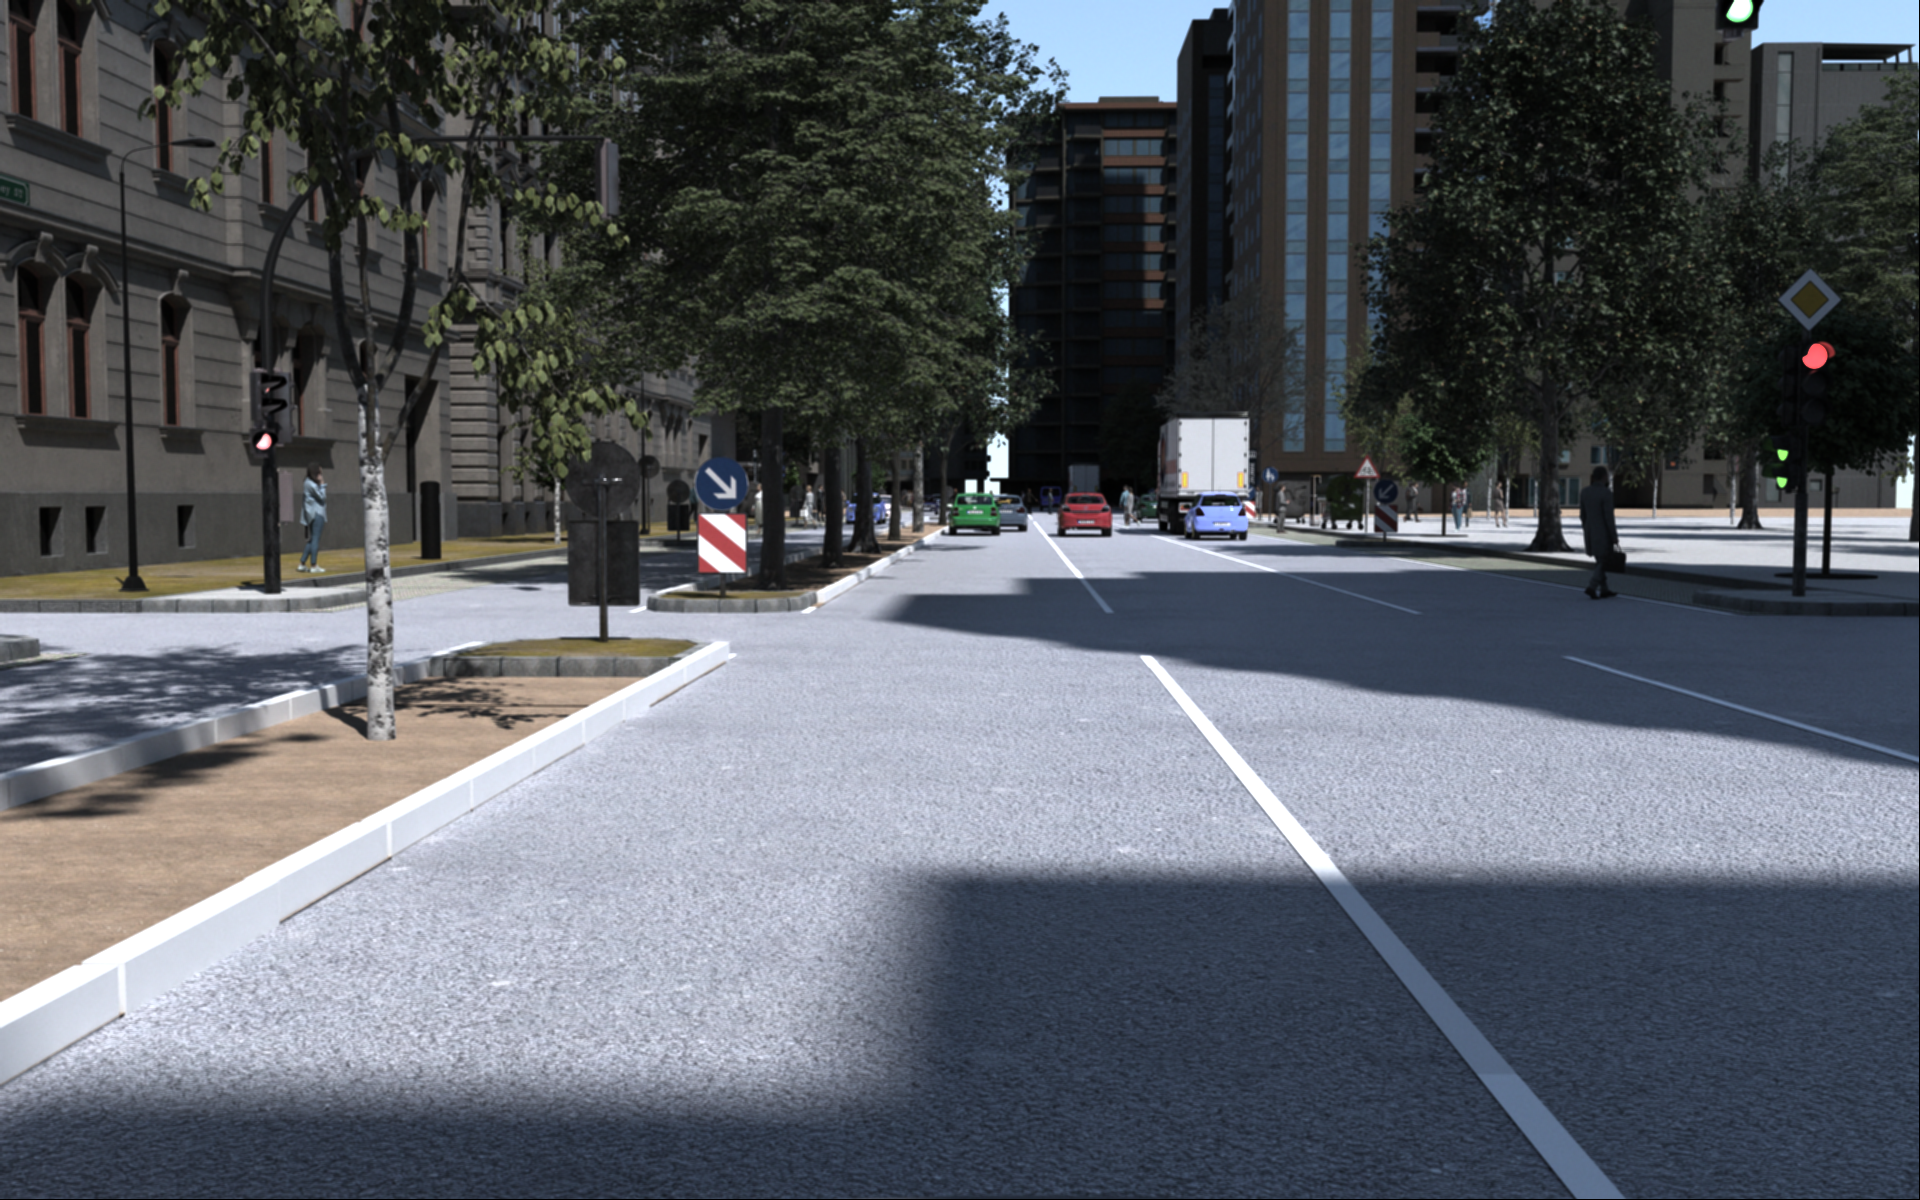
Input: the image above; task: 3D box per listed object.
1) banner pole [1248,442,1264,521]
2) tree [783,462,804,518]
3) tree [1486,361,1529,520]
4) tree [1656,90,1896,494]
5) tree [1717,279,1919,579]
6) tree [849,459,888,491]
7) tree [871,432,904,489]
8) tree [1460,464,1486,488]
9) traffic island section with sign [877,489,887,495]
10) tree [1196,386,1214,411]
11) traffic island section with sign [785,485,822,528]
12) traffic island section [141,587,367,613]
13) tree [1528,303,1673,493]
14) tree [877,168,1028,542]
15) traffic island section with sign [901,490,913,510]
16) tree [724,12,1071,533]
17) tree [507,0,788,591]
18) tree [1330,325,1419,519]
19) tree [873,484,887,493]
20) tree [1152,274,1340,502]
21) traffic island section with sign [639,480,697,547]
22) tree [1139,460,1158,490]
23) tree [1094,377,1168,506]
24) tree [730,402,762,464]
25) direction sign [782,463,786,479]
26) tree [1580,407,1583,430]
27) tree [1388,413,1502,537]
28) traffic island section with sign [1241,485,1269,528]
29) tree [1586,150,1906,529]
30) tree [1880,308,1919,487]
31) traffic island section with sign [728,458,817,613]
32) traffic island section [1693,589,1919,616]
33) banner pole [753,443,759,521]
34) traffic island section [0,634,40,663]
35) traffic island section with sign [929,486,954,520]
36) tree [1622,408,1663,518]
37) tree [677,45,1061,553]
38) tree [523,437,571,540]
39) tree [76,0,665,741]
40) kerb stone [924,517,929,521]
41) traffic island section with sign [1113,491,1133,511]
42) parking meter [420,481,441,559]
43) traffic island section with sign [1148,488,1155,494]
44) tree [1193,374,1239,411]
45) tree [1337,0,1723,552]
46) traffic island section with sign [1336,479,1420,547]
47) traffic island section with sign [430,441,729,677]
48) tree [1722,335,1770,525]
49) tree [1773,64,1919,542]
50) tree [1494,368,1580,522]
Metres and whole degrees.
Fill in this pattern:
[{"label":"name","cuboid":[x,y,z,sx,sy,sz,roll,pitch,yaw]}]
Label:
[{"label":"banner pole","cuboid":[14.237,-5.719,83.521,0.863,3.779,0.401,2,4,25]},{"label":"tree","cuboid":[-8.959,-6.058,93.644,1.663,3.219,1.824,0,3,0]},{"label":"tree","cuboid":[25.158,-7.544,73.715,4.360,8.622,3.978,0,3,0]},{"label":"tree","cuboid":[36.536,-13.879,82.811,12.611,20.169,13.585,0,3,0]},{"label":"tree","cuboid":[13.315,-2.628,26.688,4.285,4.588,4.351,0,3,0]},{"label":"tree","cuboid":[-8.119,-10.379,153.406,4.285,4.588,4.351,0,3,0]},{"label":"tree","cuboid":[-7.348,-12.955,162.168,4.360,8.622,3.978,0,3,0]},{"label":"tree","cuboid":[25.949,-8.240,85.078,4.360,8.622,3.978,0,3,0]},{"label":"traffic island section with sign","cuboid":[-5.549,-7.074,124.288,1.989,1.847,2.006,0,4,2]},{"label":"tree","cuboid":[16.369,-10.294,118.663,4.737,8.622,4.395,0,3,0]},{"label":"traffic island section with sign","cuboid":[-7.012,-4.038,74.652,1.989,1.847,2.006,0,4,2]},{"label":"traffic island section","cuboid":[-8.876,-0.003,22.326,2.009,0.180,2.903,0,4,2]},{"label":"tree","cuboid":[20.898,-6.387,54.791,4.360,8.622,3.978,0,3,0]},{"label":"tree","cuboid":[-1.878,-7.569,51.961,9.928,11.665,9.643,0,3,0]},{"label":"traffic island section with sign","cuboid":[-4.771,-8.722,151.232,1.989,1.847,2.006,0,4,2]},{"label":"tree","cuboid":[-2.743,-12.613,64.573,12.611,20.169,13.585,0,3,0]},{"label":"tree","cuboid":[-2.869,-6.427,25.665,7.486,12.596,7.792,0,3,0]},{"label":"tree","cuboid":[18.086,-7.611,74.795,4.737,8.622,4.395,0,3,0]},{"label":"tree","cuboid":[-7.757,-10.542,166.965,1.663,3.219,1.824,0,3,0]},{"label":"tree","cuboid":[15.759,-11.355,96.025,12.009,13.543,11.850,0,3,0]},{"label":"traffic island section with sign","cuboid":[-7.795,-2.390,47.708,1.989,1.847,2.006,0,4,2]},{"label":"tree","cuboid":[16.494,-9.776,143.543,4.285,4.588,4.351,0,3,0]},{"label":"tree","cuboid":[16.769,-15.323,168.658,7.486,12.596,7.792,0,3,0]},{"label":"tree","cuboid":[-9.871,-8.530,89.829,4.360,8.622,3.978,0,3,0]},{"label":"direction sign","cuboid":[-9.239,-5.840,87.479,0.876,3.537,0.379,0,4,2]},{"label":"tree","cuboid":[31.622,-8.796,94.179,4.737,8.622,4.395,0,3,0]},{"label":"tree","cuboid":[14.603,-4.205,52.468,4.285,4.588,4.351,0,3,0]},{"label":"traffic island section with sign","cuboid":[12.097,-4.002,74.067,1.989,1.847,2.006,0,4,2]},{"label":"tree","cuboid":[28.885,-8.922,62.887,9.611,12.733,9.660,0,3,0]},{"label":"tree","cuboid":[37.394,-7.089,66.267,4.737,8.622,4.395,0,3,0]},{"label":"traffic island section with sign","cuboid":[-2.887,-0.836,21.807,2.006,1.907,1.989,0,4,2]},{"label":"traffic island section","cuboid":[10.556,0.032,21.753,2.009,0.180,2.903,0,4,2]},{"label":"banner pole","cuboid":[-9.628,-5.615,81.819,0.401,3.779,0.863,1,4,13]},{"label":"traffic island section","cuboid":[-9.111,0.485,14.345,2.009,0.180,2.903,0,4,2]},{"label":"traffic island section with sign","cuboid":[-0.692,-5.430,96.914,2.006,1.907,1.989,0,4,2]},{"label":"tree","cuboid":[37.615,-8.771,93.762,4.737,8.622,4.395,0,3,0]},{"label":"tree","cuboid":[-2.332,-7.486,41.856,9.611,12.733,9.660,0,3,0]},{"label":"tree","cuboid":[-11.346,-3.283,48.282,1.663,3.219,1.824,0,3,0]},{"label":"tree","cuboid":[-3.330,-3.471,9.572,4.737,8.622,4.395,0,3,0]},{"label":"kerb stone","cuboid":[-1.776,-4.511,95.958,0.120,0.150,1.000,0,4,2]},{"label":"traffic island section with sign","cuboid":[14.340,-8.672,150.408,1.989,1.847,2.006,0,4,2]},{"label":"parking meter","cuboid":[-10.431,-1.573,34.122,0.372,1.533,0.369,0,3,0]},{"label":"traffic island section with sign","cuboid":[13.553,-7.024,123.464,1.989,1.847,2.006,0,4,2]},{"label":"tree","cuboid":[15.024,-9.461,105.049,4.360,8.622,3.978,0,3,0]},{"label":"tree","cuboid":[13.115,-7.434,38.551,9.611,12.733,9.660,0,3,0]},{"label":"traffic island section with sign","cuboid":[11.309,-2.354,47.123,1.989,1.847,2.006,0,4,2]},{"label":"traffic island section with sign","cuboid":[-3.114,-0.383,14.403,2.006,1.907,1.989,0,4,2]},{"label":"tree","cuboid":[32.555,-7.447,72.122,4.360,8.622,3.978,0,3,0]},{"label":"tree","cuboid":[25.581,-7.860,46.636,7.486,12.596,7.792,0,3,0]},{"label":"tree","cuboid":[25.475,-7.909,79.671,4.737,8.622,4.395,0,3,0]}]
